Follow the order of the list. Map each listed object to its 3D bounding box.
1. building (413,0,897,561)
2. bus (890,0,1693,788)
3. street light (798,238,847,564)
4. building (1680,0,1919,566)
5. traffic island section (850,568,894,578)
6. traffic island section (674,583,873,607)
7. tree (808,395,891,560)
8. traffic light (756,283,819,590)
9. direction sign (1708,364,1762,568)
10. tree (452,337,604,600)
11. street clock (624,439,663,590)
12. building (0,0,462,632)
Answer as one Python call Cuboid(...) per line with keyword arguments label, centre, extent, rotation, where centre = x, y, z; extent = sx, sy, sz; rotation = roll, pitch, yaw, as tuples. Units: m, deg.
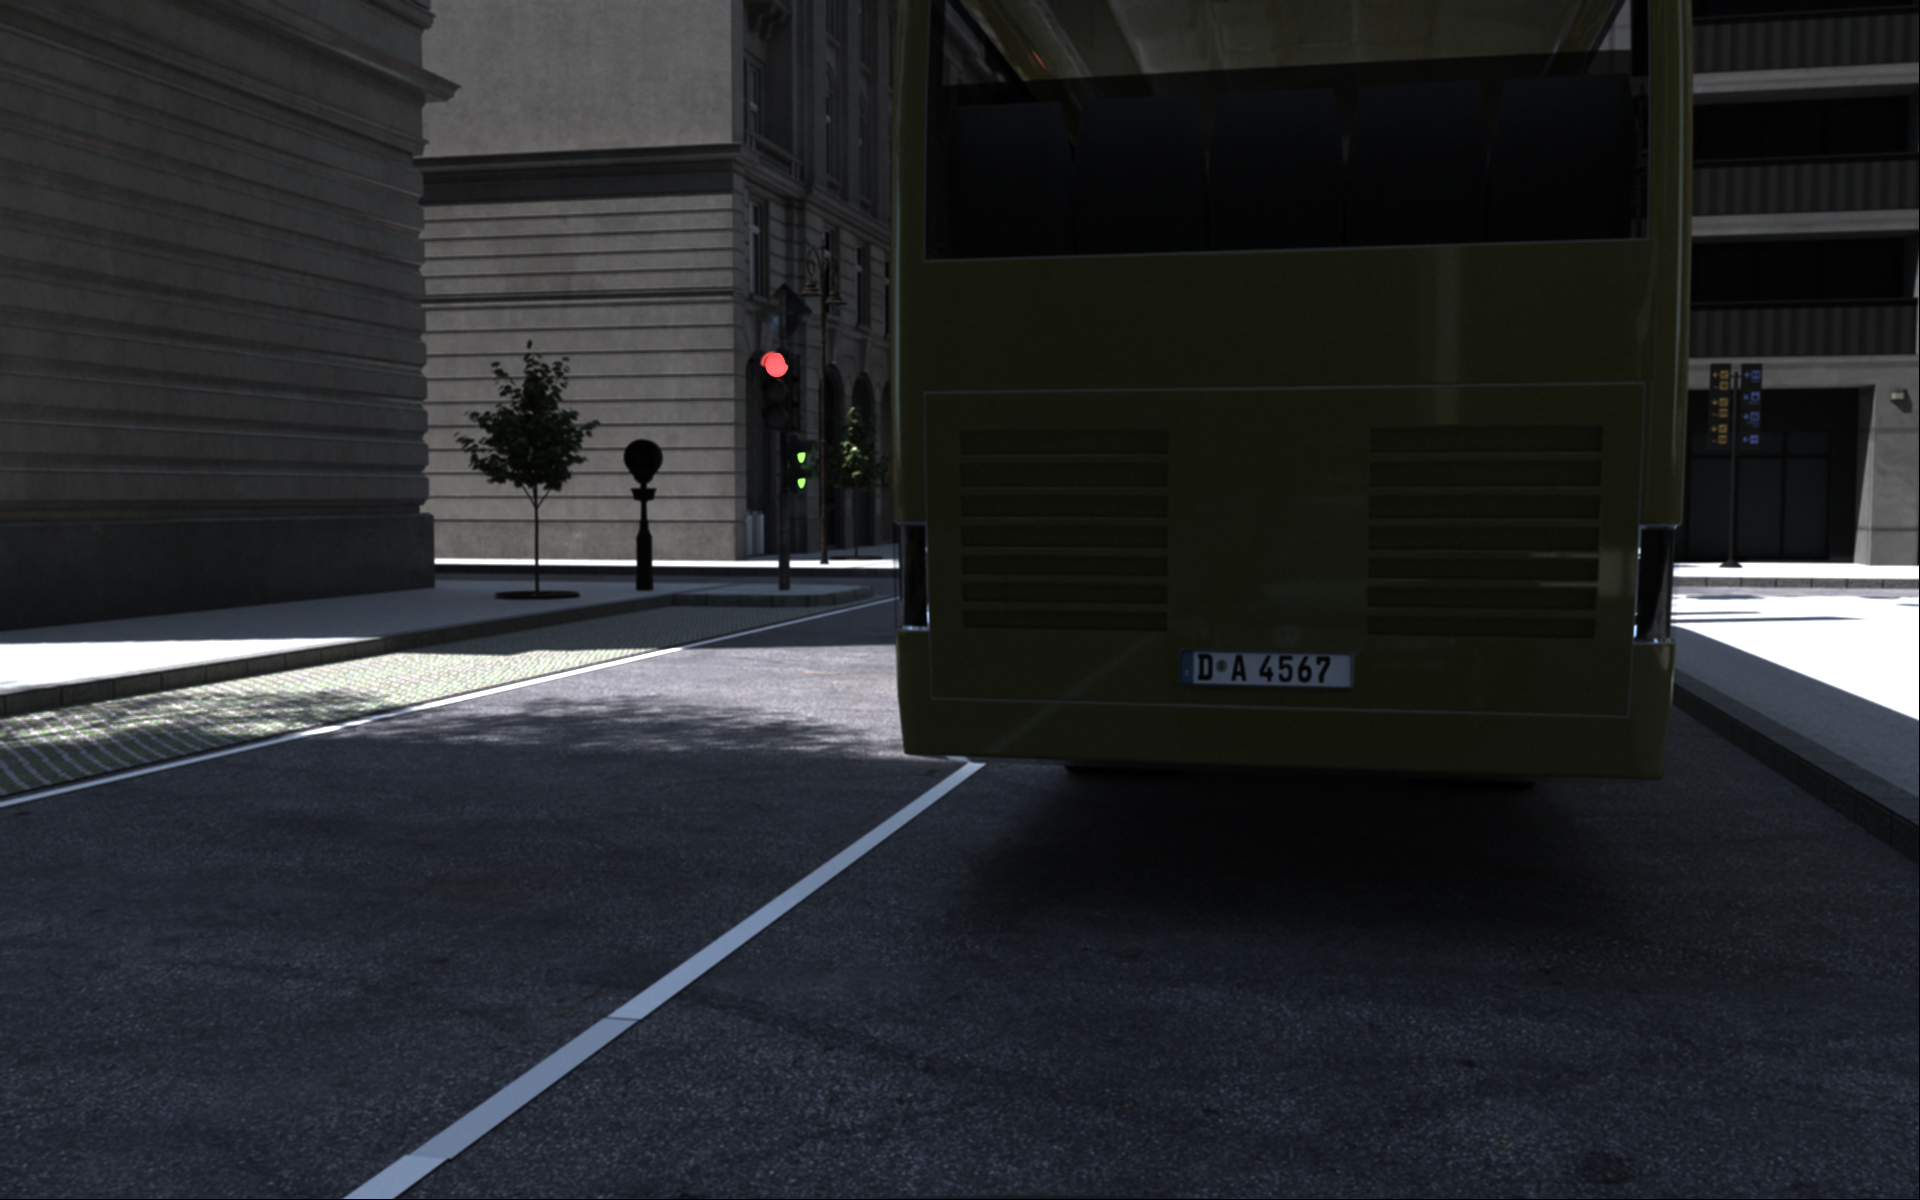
Cuboid(label="building", centre=(-7.461, -12.423, 44.912), extent=(13.314, 21.916, 24.055), rotation=(1, 4, 13))
Cuboid(label="bus", centre=(2.316, -1.215, 11.418), extent=(2.896, 3.916, 12.252), rotation=(1, 4, 13))
Cuboid(label="street light", centre=(-2.487, -3.595, 31.564), extent=(0.468, 5.910, 1.993), rotation=(1, 4, 13))
Cuboid(label="building", centre=(23.964, -36.652, 37.512), extent=(20.611, 71.187, 20.563), rotation=(1, 4, 13))
Cuboid(label="traffic island section", centre=(-0.618, -0.535, 31.028), extent=(2.009, 0.180, 2.903), rotation=(1, 4, 13))
Cuboid(label="traffic island section", centre=(-2.375, -0.059, 23.238), extent=(2.009, 0.180, 2.903), rotation=(1, 4, 13))
Cuboid(label="tree", centre=(-1.945, -2.411, 34.016), extent=(1.663, 3.219, 1.824), rotation=(0, 3, 0))
Cuboid(label="traffic light", centre=(-2.338, -2.090, 23.094), extent=(0.839, 4.253, 0.868), rotation=(1, 4, 13))
Cuboid(label="direction sign", centre=(13.467, -2.334, 30.151), extent=(0.876, 3.537, 0.379), rotation=(0, 4, 2))
Cuboid(label="tree", centre=(-5.307, -1.652, 21.606), extent=(1.663, 3.219, 1.824), rotation=(0, 3, 0))
Cuboid(label="street clock", centre=(-4.217, -1.134, 23.108), extent=(0.471, 2.002, 0.358), rotation=(0, 4, 3))
Cuboid(label="building", centre=(-17.278, -11.717, 20.449), extent=(19.941, 23.489, 11.050), rotation=(1, 4, 13))
